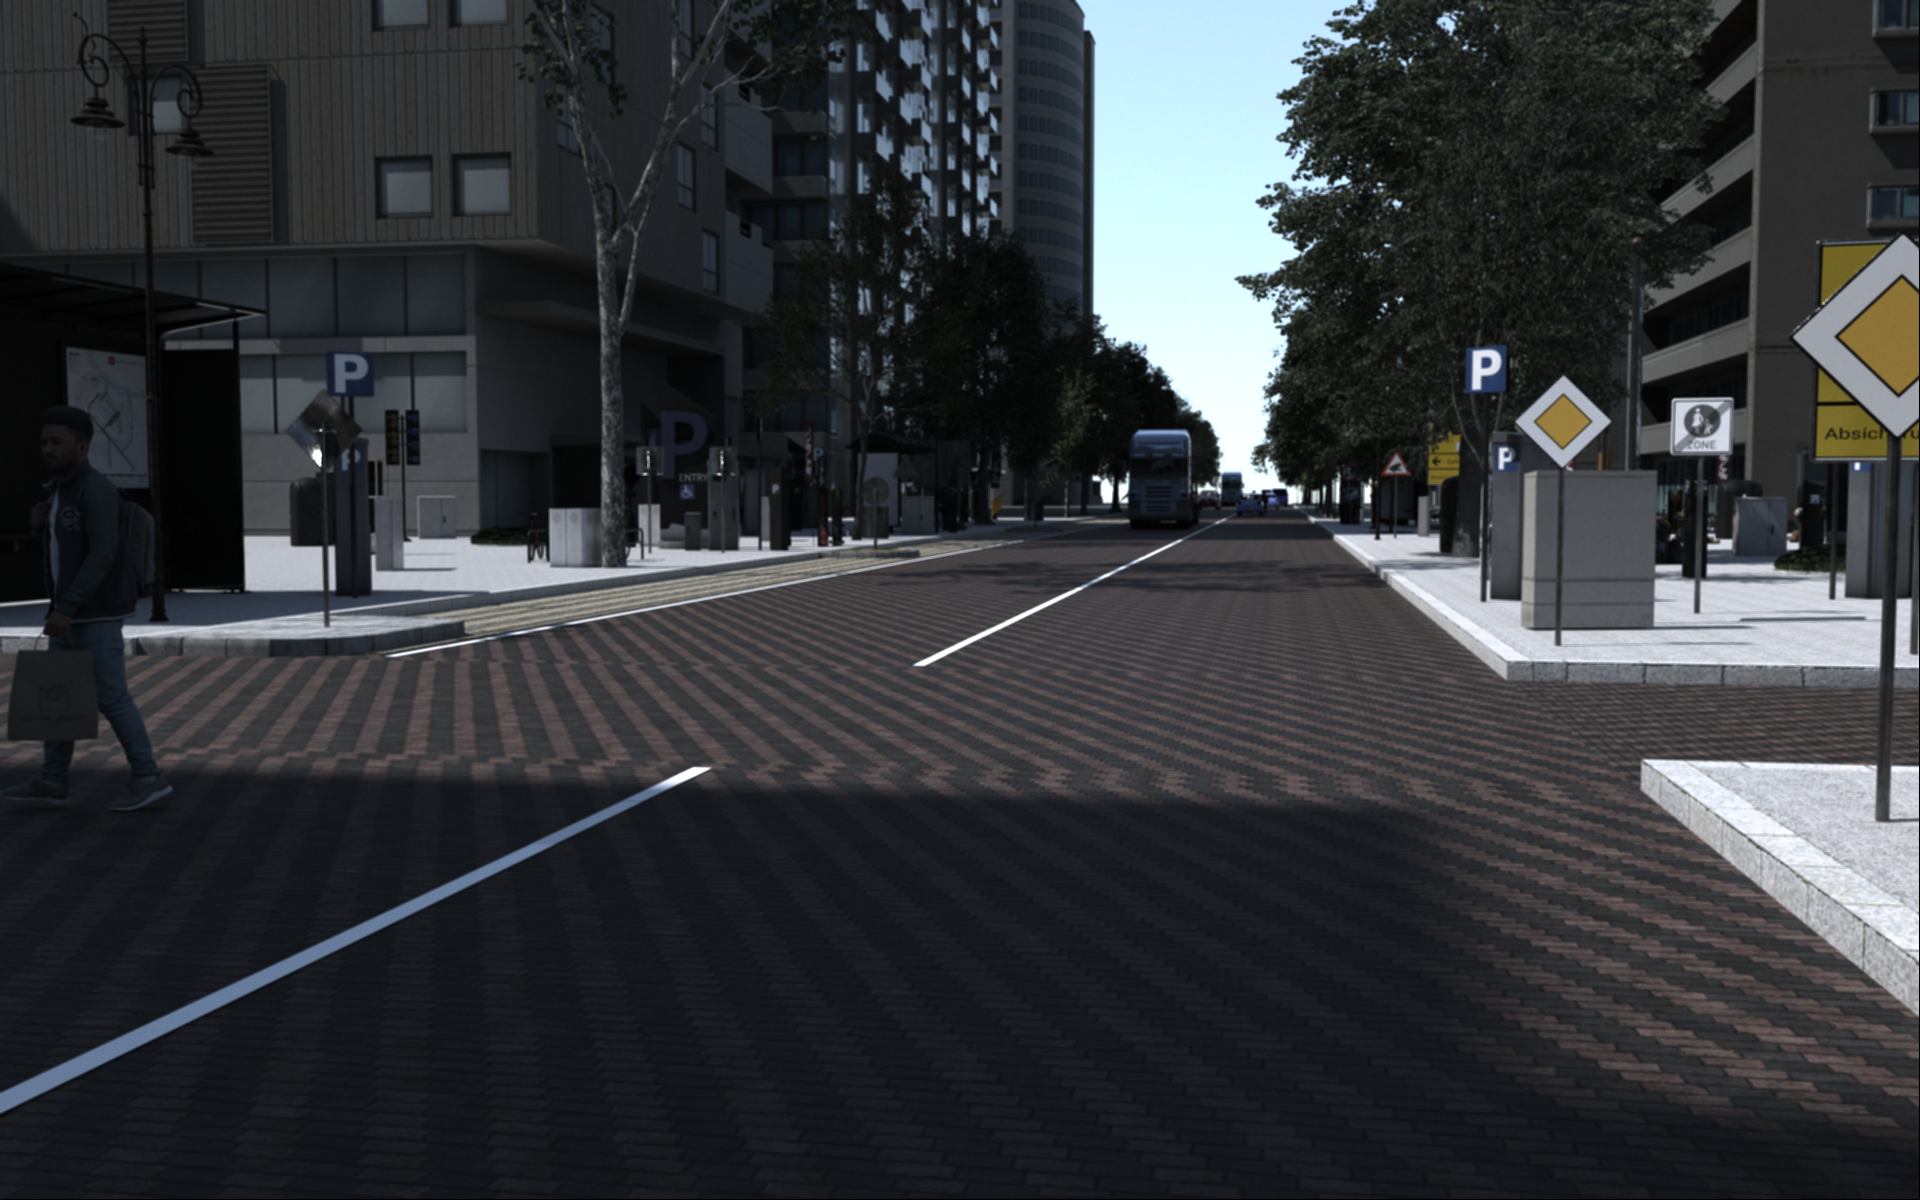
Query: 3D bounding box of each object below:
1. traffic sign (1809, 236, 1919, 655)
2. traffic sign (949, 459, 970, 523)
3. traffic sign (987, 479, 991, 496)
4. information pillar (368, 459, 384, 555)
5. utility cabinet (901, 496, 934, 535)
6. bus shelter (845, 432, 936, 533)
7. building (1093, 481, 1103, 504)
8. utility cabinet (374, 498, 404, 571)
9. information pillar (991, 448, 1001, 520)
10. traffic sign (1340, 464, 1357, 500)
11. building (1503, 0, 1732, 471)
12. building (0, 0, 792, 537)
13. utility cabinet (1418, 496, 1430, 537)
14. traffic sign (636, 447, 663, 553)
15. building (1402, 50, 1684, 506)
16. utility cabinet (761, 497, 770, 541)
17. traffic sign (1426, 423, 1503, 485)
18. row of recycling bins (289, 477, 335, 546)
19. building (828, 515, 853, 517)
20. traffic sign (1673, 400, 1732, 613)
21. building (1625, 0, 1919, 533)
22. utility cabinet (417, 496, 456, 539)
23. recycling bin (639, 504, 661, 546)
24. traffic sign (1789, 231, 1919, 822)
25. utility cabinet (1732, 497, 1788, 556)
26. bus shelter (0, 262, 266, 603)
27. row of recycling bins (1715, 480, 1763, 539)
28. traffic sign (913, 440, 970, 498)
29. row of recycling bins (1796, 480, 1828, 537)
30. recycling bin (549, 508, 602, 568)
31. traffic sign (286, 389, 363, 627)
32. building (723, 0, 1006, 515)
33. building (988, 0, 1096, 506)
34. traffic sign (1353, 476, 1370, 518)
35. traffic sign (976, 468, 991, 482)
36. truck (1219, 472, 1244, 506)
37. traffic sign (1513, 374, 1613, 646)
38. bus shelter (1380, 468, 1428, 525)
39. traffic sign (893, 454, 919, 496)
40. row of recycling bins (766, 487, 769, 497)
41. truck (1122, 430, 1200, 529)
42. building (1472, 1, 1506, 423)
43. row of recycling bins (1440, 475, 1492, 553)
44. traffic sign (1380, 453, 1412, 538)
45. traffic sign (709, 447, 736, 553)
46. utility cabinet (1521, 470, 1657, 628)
[{"bbox_3d":[7.939,-1.210,13.651,2.265,3.308,0.079,1,4,18],"label":"traffic sign"},{"bbox_3d":[-0.028,-3.795,62.149,0.768,2.556,0.104,1,4,11],"label":"traffic sign"},{"bbox_3d":[1.377,-5.368,87.865,0.768,2.556,0.104,1,4,13],"label":"traffic sign"},{"bbox_3d":[-12.412,-1.969,36.690,0.304,2.012,0.304,0,4,8],"label":"information pillar"},{"bbox_3d":[-1.334,-2.652,54.518,1.020,1.237,0.306,1,4,22],"label":"utility cabinet"},{"bbox_3d":[-2.259,-3.976,58.938,2.014,3.302,5.546,1,4,11],"label":"bus shelter"},{"bbox_3d":[2.152,-32.800,228.165,32.217,40.220,23.993,1,4,10],"label":"building"},{"bbox_3d":[-9.643,-1.106,29.247,0.306,1.237,1.020,0,4,-8],"label":"utility cabinet"},{"bbox_3d":[1.806,-5.831,86.688,0.504,3.616,0.183,-1,4,-12],"label":"information pillar"},{"bbox_3d":[16.692,-4.541,74.344,0.768,2.556,0.104,1,4,13],"label":"traffic sign"},{"bbox_3d":[42.003,-26.170,111.476,14.154,41.232,14.086,1,4,10],"label":"building"},{"bbox_3d":[-23.006,-29.037,63.991,28.713,52.752,27.495,1,4,10],"label":"building"},{"bbox_3d":[14.050,-2.526,52.462,0.306,1.237,1.020,1,4,19],"label":"utility cabinet"},{"bbox_3d":[-6.699,-2.156,37.376,0.606,2.300,0.079,1,4,12],"label":"traffic sign"},{"bbox_3d":[66.436,-37.500,202.365,28.713,52.752,27.495,1,4,10],"label":"building"},{"bbox_3d":[-5.238,-2.217,47.406,0.306,1.237,1.020,0,4,2],"label":"utility cabinet"},{"bbox_3d":[14.608,-3.426,49.890,2.265,3.308,0.079,1,4,13],"label":"traffic sign"},{"bbox_3d":[-16.423,-2.260,44.062,1.069,1.692,3.534,-1,4,-16],"label":"row of recycling bins"},{"bbox_3d":[-14.292,-29.949,109.267,23.786,49.044,30.456,1,4,10],"label":"building"},{"bbox_3d":[7.921,-1.004,18.547,0.606,2.300,0.079,1,4,17],"label":"traffic sign"},{"bbox_3d":[38.288,-26.914,63.739,21.300,48.544,21.600,1,4,10],"label":"building"},{"bbox_3d":[-15.014,-2.358,49.714,1.020,1.237,0.306,-2,4,-24],"label":"utility cabinet"},{"bbox_3d":[-7.450,-1.851,42.817,0.722,1.027,0.722,2,4,26],"label":"recycling bin"},{"bbox_3d":[3.613,-0.189,6.725,0.795,2.450,0.064,1,4,10],"label":"traffic sign"},{"bbox_3d":[16.559,-1.509,35.842,1.020,1.237,0.306,0,4,-1],"label":"utility cabinet"},{"bbox_3d":[-10.278,-1.720,19.405,1.731,3.624,6.357,1,4,11],"label":"bus shelter"},{"bbox_3d":[22.752,-2.662,50.643,1.069,1.692,3.534,2,4,32],"label":"row of recycling bins"},{"bbox_3d":[-0.719,-4.373,65.376,2.265,3.308,0.079,1,4,18],"label":"traffic sign"},{"bbox_3d":[26.347,-2.825,53.302,1.069,1.692,3.534,1,4,20],"label":"row of recycling bins"},{"bbox_3d":[-6.748,-1.100,30.534,0.722,1.027,0.722,1,4,19],"label":"recycling bin"},{"bbox_3d":[-6.101,-0.795,16.640,0.795,2.450,0.064,1,4,10],"label":"traffic sign"},{"bbox_3d":[-9.299,-31.791,139.390,23.786,49.044,30.456,1,4,10],"label":"building"},{"bbox_3d":[3.588,-40.293,200.789,21.231,58.520,28.212,1,4,10],"label":"building"},{"bbox_3d":[17.282,-4.588,75.016,0.884,2.594,0.081,1,4,17],"label":"traffic sign"},{"bbox_3d":[1.091,-4.911,80.407,0.768,2.556,0.104,1,4,16],"label":"traffic sign"},{"bbox_3d":[33.690,-13.648,212.902,2.967,4.110,18.799,1,4,11],"label":"truck"},{"bbox_3d":[5.054,-0.669,14.580,0.795,2.450,0.064,1,4,10],"label":"traffic sign"},{"bbox_3d":[17.692,-4.599,69.113,2.014,3.302,5.546,1,4,10],"label":"bus shelter"},{"bbox_3d":[-1.747,-3.415,55.838,0.884,2.594,0.081,1,4,13],"label":"traffic sign"},{"bbox_3d":[-11.164,-5.221,92.483,1.069,1.692,3.534,1,4,20],"label":"row of recycling bins"},{"bbox_3d":[9.380,-5.411,78.233,2.967,4.110,18.799,1,4,9],"label":"truck"},{"bbox_3d":[51.440,-31.349,132.169,23.786,49.044,30.456,1,4,10],"label":"building"},{"bbox_3d":[11.961,-1.962,39.196,3.534,1.692,1.069,-3,5,-44],"label":"row of recycling bins"},{"bbox_3d":[12.625,-3.068,50.166,0.884,2.594,0.081,1,4,20],"label":"traffic sign"},{"bbox_3d":[-5.143,-2.167,37.567,0.606,2.300,0.079,1,4,11],"label":"traffic sign"},{"bbox_3d":[5.959,-0.474,16.432,1.173,1.500,0.318,0,4,-5],"label":"utility cabinet"}]
